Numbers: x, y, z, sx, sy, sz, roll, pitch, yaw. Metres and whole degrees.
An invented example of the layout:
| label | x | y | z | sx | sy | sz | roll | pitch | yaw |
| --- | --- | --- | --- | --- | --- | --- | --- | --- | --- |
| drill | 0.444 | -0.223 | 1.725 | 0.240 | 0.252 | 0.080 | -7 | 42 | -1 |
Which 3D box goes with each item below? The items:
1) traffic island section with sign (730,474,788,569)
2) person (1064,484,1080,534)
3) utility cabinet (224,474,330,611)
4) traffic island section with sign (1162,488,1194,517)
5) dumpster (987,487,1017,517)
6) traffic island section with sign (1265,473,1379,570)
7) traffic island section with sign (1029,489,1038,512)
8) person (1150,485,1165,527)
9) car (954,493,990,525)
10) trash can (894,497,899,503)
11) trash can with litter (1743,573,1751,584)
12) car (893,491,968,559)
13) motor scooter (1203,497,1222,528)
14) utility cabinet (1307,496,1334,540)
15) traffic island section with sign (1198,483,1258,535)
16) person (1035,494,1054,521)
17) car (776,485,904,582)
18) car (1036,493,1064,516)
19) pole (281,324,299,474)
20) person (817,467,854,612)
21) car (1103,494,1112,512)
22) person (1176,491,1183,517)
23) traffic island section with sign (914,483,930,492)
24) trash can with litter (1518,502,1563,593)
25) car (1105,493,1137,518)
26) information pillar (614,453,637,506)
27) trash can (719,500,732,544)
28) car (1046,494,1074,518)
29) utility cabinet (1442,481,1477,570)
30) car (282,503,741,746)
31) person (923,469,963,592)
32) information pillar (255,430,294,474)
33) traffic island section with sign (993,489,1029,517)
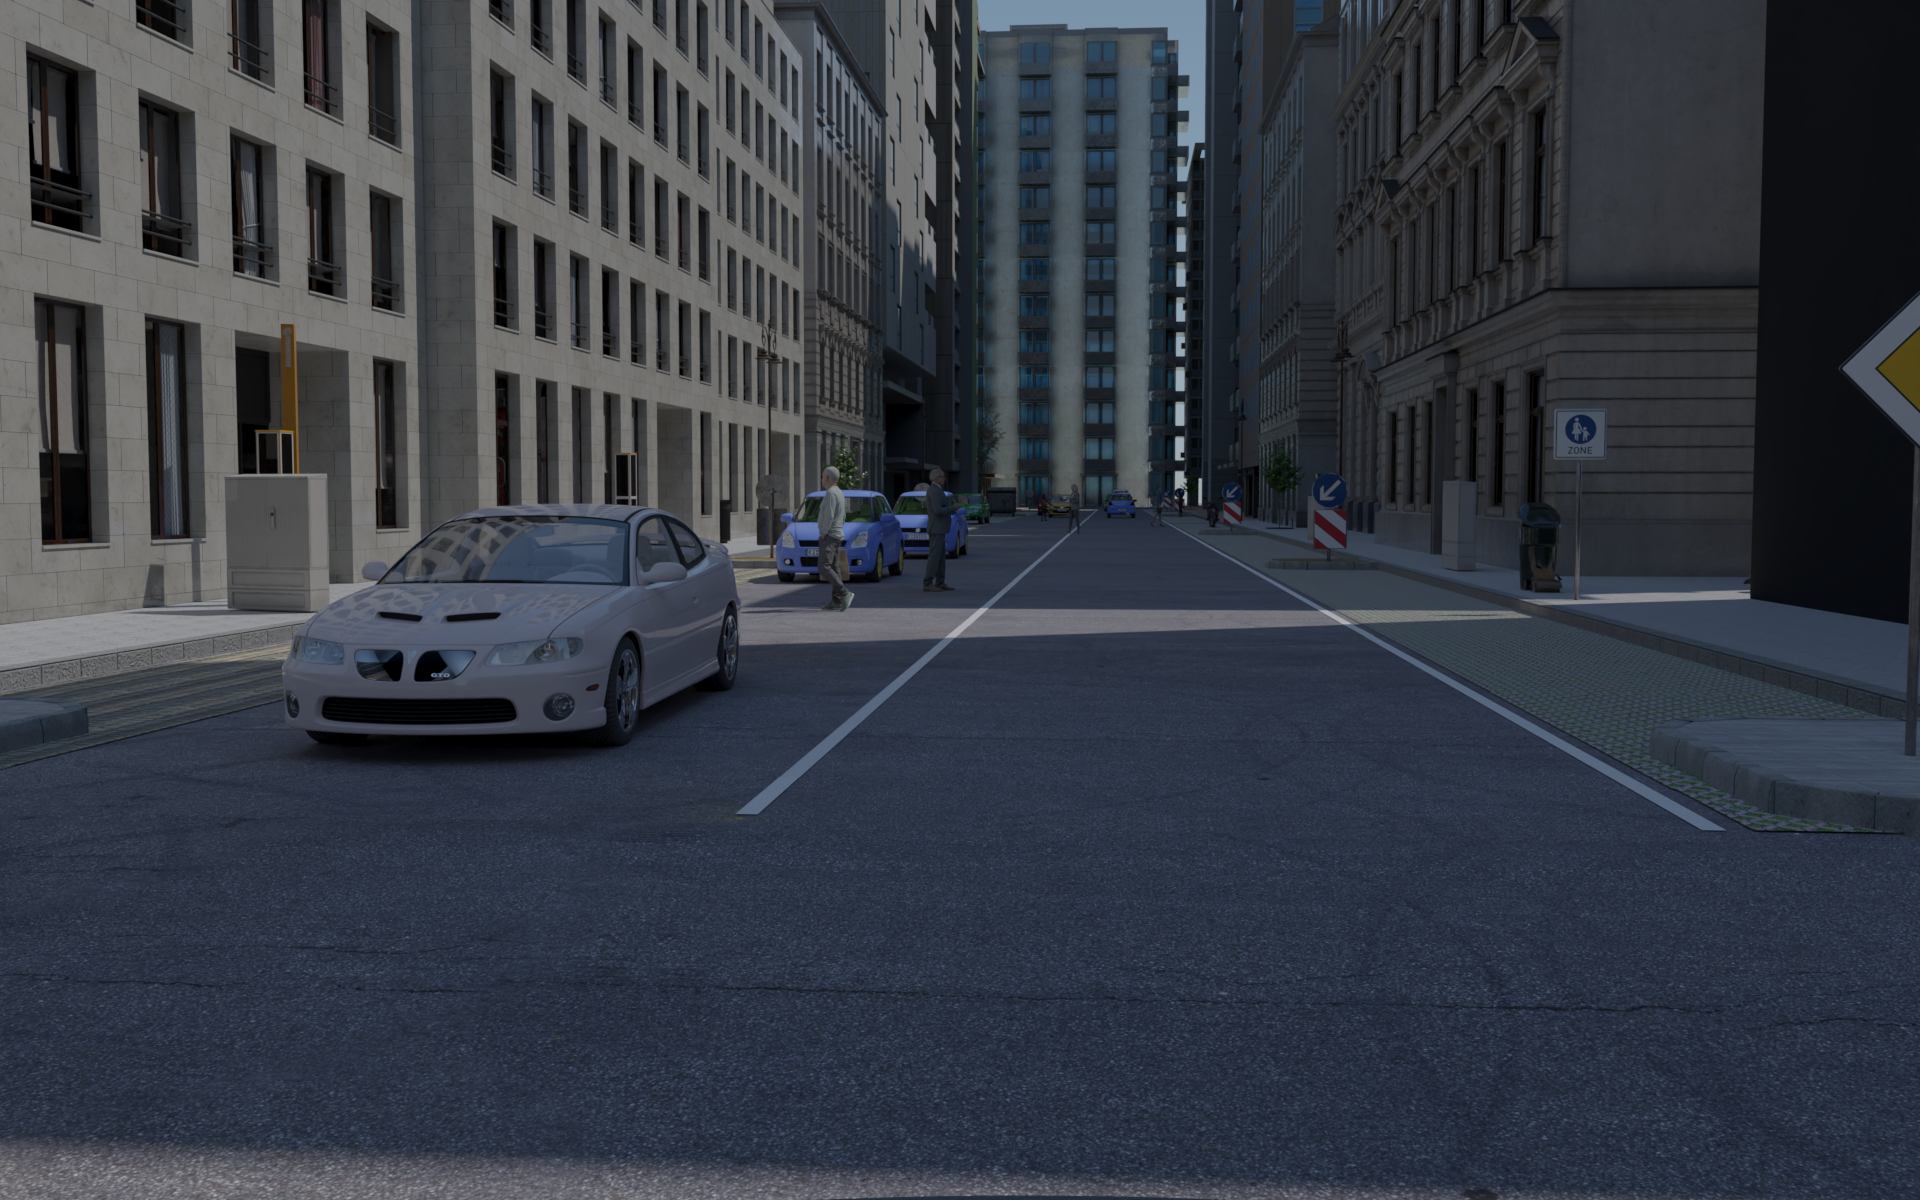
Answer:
| label | x | y | z | sx | sy | sz | roll | pitch | yaw |
| --- | --- | --- | --- | --- | --- | --- | --- | --- | --- |
| traffic island section with sign | -3.735 | -1.550 | 33.975 | 1.989 | 1.847 | 2.006 | 0 | 4 | 5 |
| person | 4.110 | -3.309 | 62.790 | 0.526 | 1.800 | 0.537 | -1 | 4 | -22 |
| utility cabinet | -7.471 | -0.626 | 18.921 | 1.173 | 1.500 | 0.318 | 1 | 4 | 23 |
| traffic island section with sign | 13.810 | -6.197 | 109.945 | 1.989 | 1.847 | 2.006 | 0 | 4 | 5 |
| dumpster | 2.556 | -6.006 | 106.406 | 1.865 | 1.857 | 1.264 | 0 | 4 | 6 |
| traffic island section with sign | 6.923 | -1.514 | 33.384 | 1.989 | 1.847 | 2.006 | 0 | 4 | 5 |
| traffic island section with sign | 5.590 | -7.892 | 137.669 | 1.989 | 1.847 | 2.006 | 0 | 4 | 5 |
| person | 8.733 | -4.155 | 76.453 | 0.654 | 1.822 | 0.581 | 1 | 4 | 21 |
| car | 0.399 | -4.505 | 82.448 | 1.959 | 1.807 | 4.718 | 0 | 4 | 7 |
| trash can | -2.804 | -4.390 | 83.423 | 0.748 | 1.137 | 0.748 | 0 | 3 | 0 |
| trash can with litter | 10.908 | -0.707 | 22.948 | 0.624 | 1.170 | 1.055 | -2 | 4 | -29 |
| car | -0.768 | -1.830 | 39.506 | 1.945 | 1.707 | 3.694 | 0 | 4 | 5 |
| motor scooter | 10.842 | -3.765 | 74.335 | 0.815 | 1.314 | 1.986 | 0 | 4 | 5 |
| utility cabinet | 9.965 | -2.244 | 47.854 | 0.306 | 1.237 | 1.020 | -1 | 4 | -15 |
| traffic island section with sign | 9.389 | -3.191 | 60.807 | 1.989 | 1.847 | 2.006 | 0 | 4 | 5 |
| person | 4.448 | -4.891 | 91.735 | 1.065 | 1.426 | 0.557 | -1 | 4 | -23 |
| car | -1.994 | -1.205 | 29.299 | 1.945 | 1.707 | 3.694 | 0 | 4 | 6 |
| car | 6.178 | -6.570 | 116.465 | 2.155 | 1.783 | 4.494 | 0 | 4 | 5 |
| pole | -8.061 | -1.654 | 20.881 | 0.158 | 3.312 | 0.155 | 0 | 3 | 0 |
| person | -1.528 | -0.760 | 21.417 | 0.515 | 1.767 | 0.782 | 0 | 4 | 6 |
| car | 12.653 | -8.114 | 141.461 | 1.959 | 1.807 | 4.718 | 0 | 4 | 4 |
| person | 13.629 | -5.958 | 107.378 | 0.415 | 1.643 | 0.593 | 0 | 4 | 5 |
| traffic island section with sign | -1.289 | -3.207 | 61.063 | 1.989 | 1.847 | 2.006 | 0 | 4 | 5 |
| trash can with litter | 7.753 | -0.704 | 22.898 | 0.624 | 1.170 | 1.055 | 0 | 4 | 4 |
| car | 9.696 | -5.790 | 104.249 | 1.945 | 1.707 | 3.694 | 0 | 4 | 4 |
| information pillar | -5.970 | -1.619 | 30.962 | 0.304 | 2.012 | 0.304 | 1 | 4 | 13 |
| trash can | -6.276 | -2.044 | 45.072 | 0.748 | 1.137 | 0.748 | 0 | 3 | 0 |
| car | 6.318 | -5.898 | 106.653 | 2.015 | 1.641 | 3.980 | 0 | 4 | 4 |
| utility cabinet | 8.418 | -1.254 | 29.183 | 0.318 | 1.500 | 1.173 | 0 | 4 | 3 |
| car | -2.693 | 0.059 | 11.405 | 2.083 | 1.381 | 4.827 | 0 | 4 | 5 |
| person | -0.257 | -1.032 | 25.545 | 0.590 | 1.801 | 0.661 | 0 | 4 | -7 |
| information pillar | -7.927 | -0.954 | 20.090 | 0.304 | 2.012 | 0.304 | 1 | 4 | 9 |
| traffic island section with sign | 3.184 | -6.250 | 110.821 | 1.989 | 1.847 | 2.006 | 0 | 4 | 5 |
